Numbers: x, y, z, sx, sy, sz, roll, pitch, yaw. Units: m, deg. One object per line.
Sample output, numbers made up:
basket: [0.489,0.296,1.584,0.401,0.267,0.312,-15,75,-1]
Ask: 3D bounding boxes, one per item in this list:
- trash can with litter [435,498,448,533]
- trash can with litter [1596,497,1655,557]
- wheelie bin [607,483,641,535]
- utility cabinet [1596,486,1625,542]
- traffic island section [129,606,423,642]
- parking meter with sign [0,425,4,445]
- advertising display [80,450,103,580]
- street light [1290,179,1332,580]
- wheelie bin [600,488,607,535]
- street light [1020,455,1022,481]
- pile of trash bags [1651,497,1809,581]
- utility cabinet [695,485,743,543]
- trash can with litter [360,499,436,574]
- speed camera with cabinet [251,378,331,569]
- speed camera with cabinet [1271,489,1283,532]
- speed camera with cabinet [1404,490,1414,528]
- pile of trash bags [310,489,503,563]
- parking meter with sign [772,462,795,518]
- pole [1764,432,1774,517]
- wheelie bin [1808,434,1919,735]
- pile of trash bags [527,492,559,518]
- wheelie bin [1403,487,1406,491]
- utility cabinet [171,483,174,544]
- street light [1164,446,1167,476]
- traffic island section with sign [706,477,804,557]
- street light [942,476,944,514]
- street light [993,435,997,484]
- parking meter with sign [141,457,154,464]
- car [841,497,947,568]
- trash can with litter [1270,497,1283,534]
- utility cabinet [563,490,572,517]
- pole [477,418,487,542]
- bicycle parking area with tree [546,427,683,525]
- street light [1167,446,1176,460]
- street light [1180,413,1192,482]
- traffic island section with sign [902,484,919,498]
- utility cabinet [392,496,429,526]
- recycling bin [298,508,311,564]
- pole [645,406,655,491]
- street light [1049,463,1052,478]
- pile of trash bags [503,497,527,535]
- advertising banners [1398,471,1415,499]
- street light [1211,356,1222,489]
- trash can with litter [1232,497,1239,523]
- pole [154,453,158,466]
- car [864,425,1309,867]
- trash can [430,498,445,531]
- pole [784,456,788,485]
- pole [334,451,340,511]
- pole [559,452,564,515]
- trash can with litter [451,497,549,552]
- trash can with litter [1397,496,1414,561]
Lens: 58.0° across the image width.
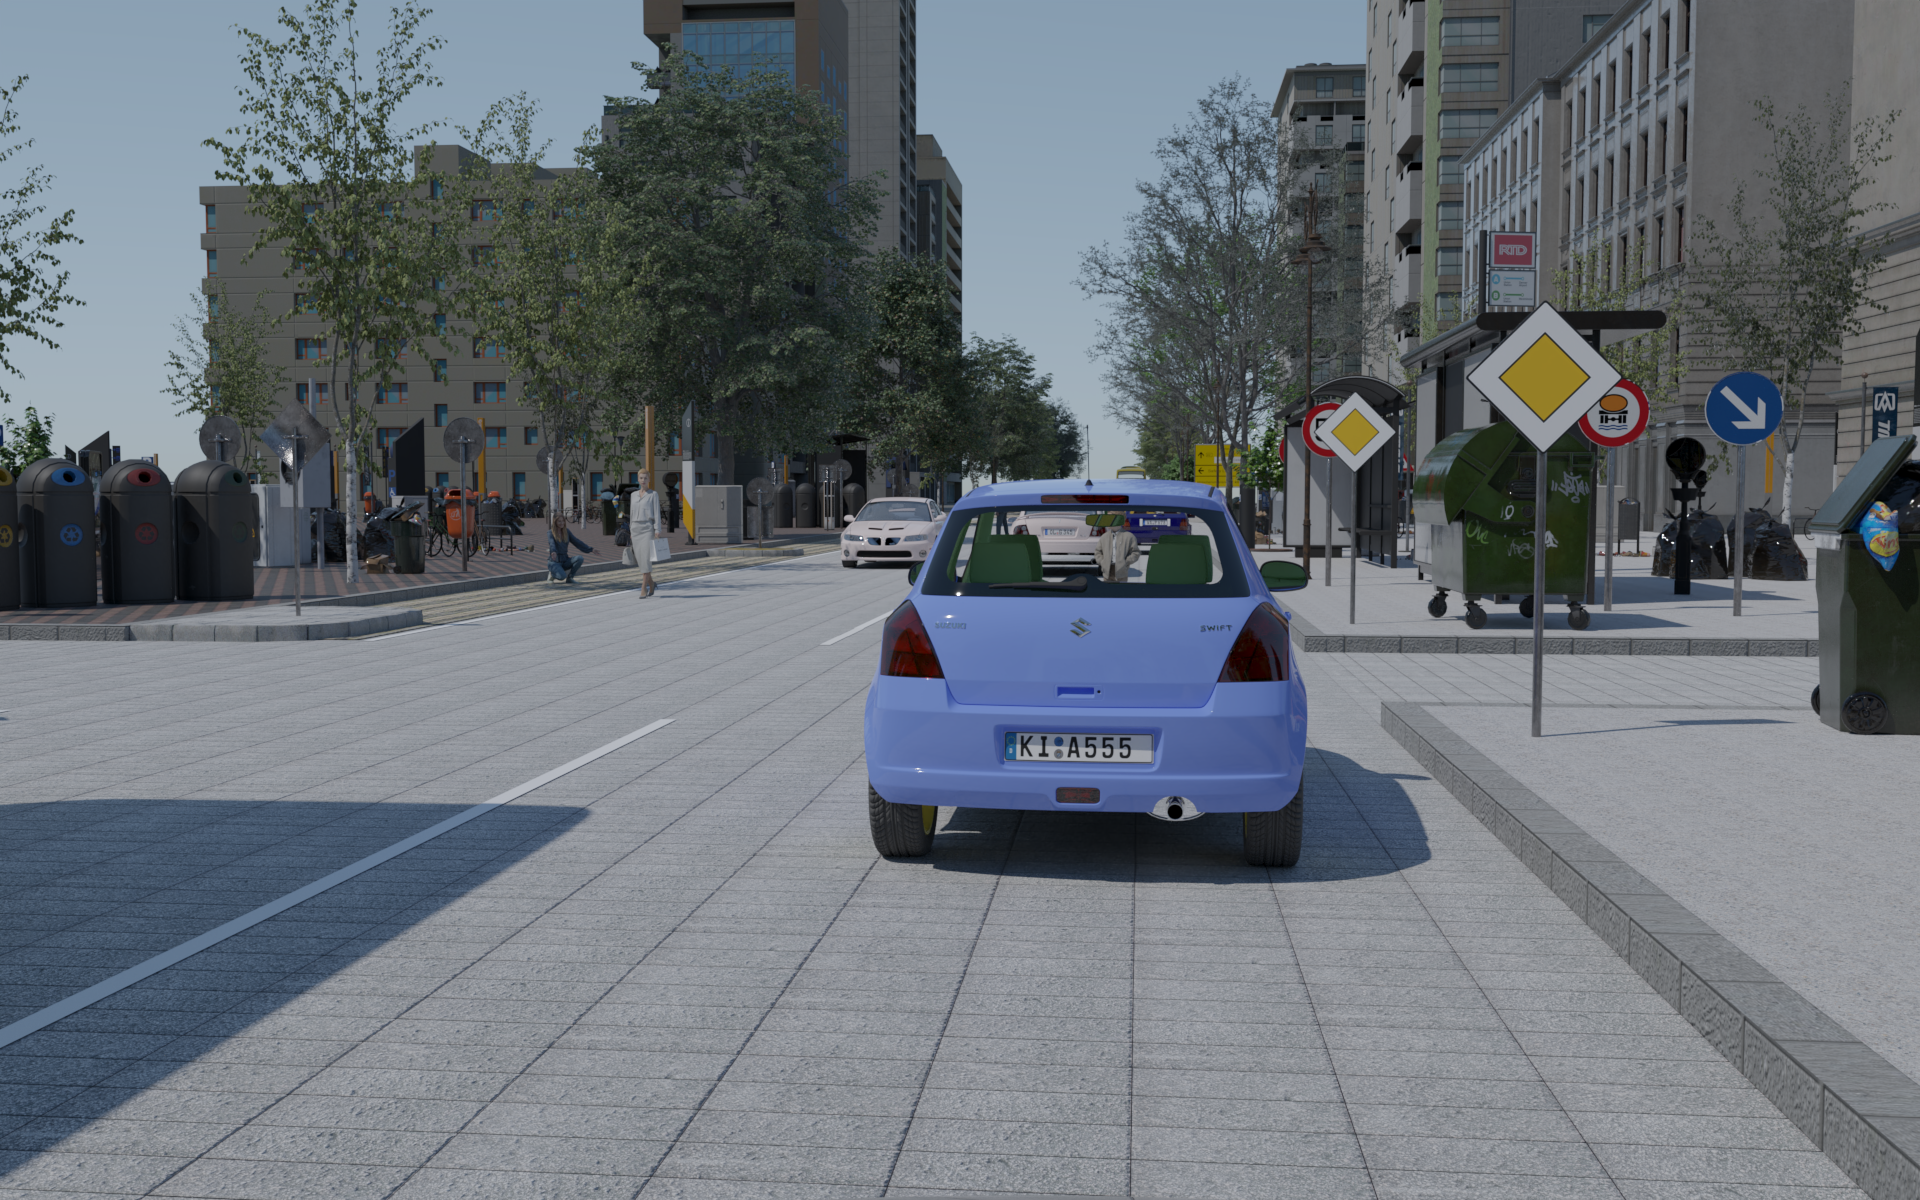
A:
trash can with litter: [-16.455,-2.722,55.884,1.055,1.170,0.624,1,4,18]
trash can with litter: [13.684,-1.527,36.022,1.678,1.210,2.233,-2,4,-26]
wheelie bin: [-9.675,-2.627,50.862,0.980,1.594,0.693,-3,4,-36]
utility cabinet: [16.856,-2.255,45.549,1.173,1.500,0.318,0,4,-4]
traffic island section: [-6.989,0.247,18.239,2.009,0.180,2.903,0,4,6]
parking meter with sign: [-24.922,-2.898,43.648,1.738,3.016,0.543,1,4,23]
advertising display: [-12.956,-1.264,25.884,0.123,1.923,0.974,-1,4,-16]
street light: [5.204,-3.245,25.847,0.468,5.910,1.993,0,4,6]
wheelie bin: [-10.826,-2.806,53.779,0.693,1.594,0.980,-1,4,-18]
street light: [5.705,-11.444,159.900,0.468,5.910,1.993,0,4,6]
pile of trash bags: [12.375,-1.012,26.295,3.447,1.369,1.912,1,4,19]
utility cabinet: [-6.187,-2.190,44.478,1.173,1.500,0.318,0,4,1]
trash can with litter: [-9.113,-1.008,27.875,1.055,1.170,0.624,0,4,-1]
speed camera with cabinet: [-11.727,-2.176,29.919,2.038,3.252,0.660,3,4,36]
speed camera with cabinet: [10.854,-3.960,59.082,0.660,3.252,2.038,-1,4,-17]
speed camera with cabinet: [17.763,-4.336,65.222,0.660,3.252,2.038,-3,5,-42]
pile of trash bags: [-10.779,-1.418,32.934,3.447,1.369,1.912,1,4,11]
parking meter with sign: [-9.243,-5.945,93.457,1.738,3.016,0.543,-1,4,-21]
pole: [18.710,-2.826,40.054,0.158,3.312,0.155,0,3,0]
wheelie bin: [5.063,-0.095,9.458,0.693,1.594,0.980,1,4,12]
pile of trash bags: [-22.649,-5.047,92.278,3.447,1.369,1.912,2,4,25]
wheelie bin: [20.843,-4.478,81.127,0.693,1.594,0.980,1,4,15]
utility cabinet: [-15.641,-1.611,35.023,0.318,1.500,1.173,1,4,16]
street light: [19.938,-11.909,167.494,0.468,5.910,1.993,0,4,6]
traffic island section with sign: [-4.697,-1.932,40.216,1.989,1.847,2.006,0,4,6]
street light: [-0.938,-7.456,94.691,0.468,5.910,1.993,0,4,6]
street light: [2.506,-9.466,127.564,0.468,5.910,1.993,0,4,6]
parking meter with sign: [-37.764,-5.214,81.503,0.543,3.016,1.738,0,4,3]
car: [-1.237,-1.396,35.189,2.083,1.381,4.827,0,4,5]
trash can with litter: [10.266,-2.773,56.390,1.678,1.210,2.233,2,4,27]
utility cabinet: [-21.503,-5.303,95.389,1.173,1.500,0.318,3,5,41]
pole: [-12.798,-3.214,46.392,0.158,3.312,0.155,0,3,0]
bicycle parking area with tree: [-13.390,-5.453,76.158,9.016,4.147,8.231,3,5,41]
street light: [16.581,-9.919,134.968,0.468,5.910,1.993,0,4,6]
street light: [12.014,-7.251,91.347,0.468,5.910,1.993,0,4,6]
traffic island section with sign: [-1.904,-3.572,67.026,1.989,1.847,2.006,0,4,6]
utility cabinet: [-17.707,-2.739,55.949,1.020,1.237,0.306,-1,4,-18]
recycling bin: [-12.357,-1.167,31.631,0.722,1.027,0.722,0,4,8]
pole: [-7.204,-2.840,40.284,0.158,3.312,0.155,0,3,0]
street light: [10.953,-14.491,209.718,0.468,5.910,1.993,0,4,6]
pile of trash bags: [-14.862,-2.771,55.051,1.912,1.369,3.447,-1,4,-13]
advertising banners: [20.501,-5.137,80.173,2.074,3.025,0.090,1,4,10]
street light: [8.662,-5.221,58.156,0.468,5.910,1.993,0,4,6]
trash can with litter: [11.897,-3.950,75.964,1.055,1.170,0.624,-2,4,-32]
pole: [-40.331,-5.695,86.960,0.158,3.312,0.155,0,3,0]
car: [0.656,0.095,8.042,1.945,1.707,3.694,0,4,7]
trash can: [-17.151,-2.797,57.388,0.748,1.137,0.748,0,3,0]
pole: [-9.213,-5.998,91.916,0.158,3.312,0.155,0,3,0]
pole: [-29.721,-5.429,82.609,0.158,3.312,0.155,0,3,0]
pole: [-19.136,-5.458,83.086,0.158,3.312,0.155,0,3,0]
trash can with litter: [-10.240,-1.701,38.865,2.233,1.210,1.678,1,4,19]
trash can with litter: [9.680,-1.400,33.944,2.233,1.210,1.678,1,4,13]
